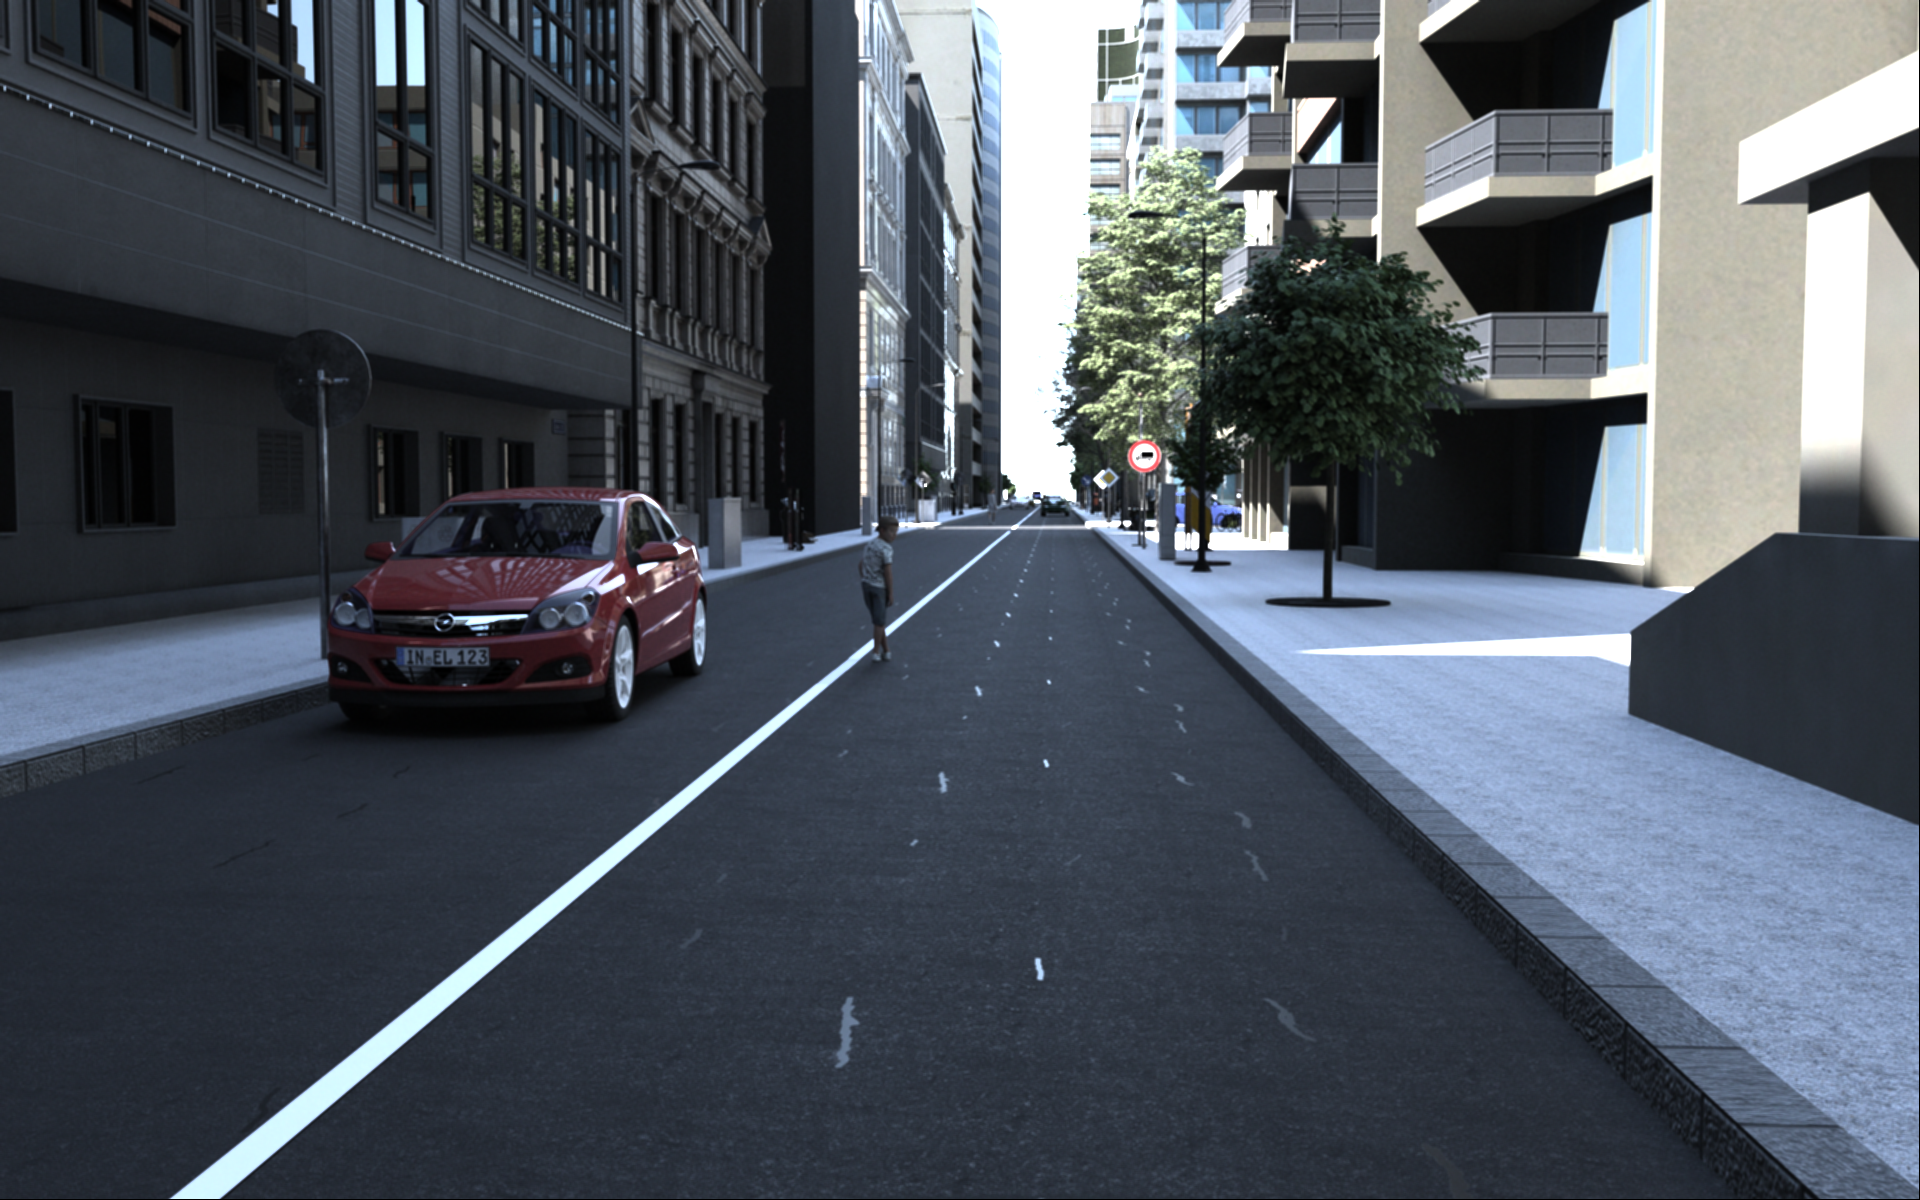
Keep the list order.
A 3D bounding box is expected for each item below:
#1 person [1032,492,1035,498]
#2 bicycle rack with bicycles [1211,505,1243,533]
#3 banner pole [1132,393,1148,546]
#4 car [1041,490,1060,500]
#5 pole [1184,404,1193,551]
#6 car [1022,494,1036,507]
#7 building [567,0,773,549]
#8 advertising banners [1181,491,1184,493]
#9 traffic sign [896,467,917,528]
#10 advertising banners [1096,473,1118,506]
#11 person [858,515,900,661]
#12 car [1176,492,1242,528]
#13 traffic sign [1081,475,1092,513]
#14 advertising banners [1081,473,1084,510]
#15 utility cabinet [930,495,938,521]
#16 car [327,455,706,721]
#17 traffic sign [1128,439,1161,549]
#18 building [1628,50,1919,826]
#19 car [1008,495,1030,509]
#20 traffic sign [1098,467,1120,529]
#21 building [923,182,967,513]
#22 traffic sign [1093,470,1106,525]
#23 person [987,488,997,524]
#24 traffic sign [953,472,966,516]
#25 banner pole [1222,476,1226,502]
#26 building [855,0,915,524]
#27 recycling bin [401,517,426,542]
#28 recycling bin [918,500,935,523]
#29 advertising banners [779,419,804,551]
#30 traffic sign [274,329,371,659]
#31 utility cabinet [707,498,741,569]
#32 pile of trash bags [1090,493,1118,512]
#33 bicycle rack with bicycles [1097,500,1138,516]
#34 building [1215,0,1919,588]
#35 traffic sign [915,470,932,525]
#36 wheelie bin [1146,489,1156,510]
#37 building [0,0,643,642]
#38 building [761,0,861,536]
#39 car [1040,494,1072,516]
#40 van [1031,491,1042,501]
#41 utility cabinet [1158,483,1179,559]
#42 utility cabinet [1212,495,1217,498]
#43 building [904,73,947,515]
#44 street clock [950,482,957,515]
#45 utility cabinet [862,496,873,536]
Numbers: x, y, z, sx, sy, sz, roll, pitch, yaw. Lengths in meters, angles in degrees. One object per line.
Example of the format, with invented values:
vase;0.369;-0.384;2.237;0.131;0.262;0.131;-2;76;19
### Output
person;9.836;-13.719;233.614;0.445;1.727;0.742;2;4;24
bicycle rack with bicycles;8.945;-2.725;57.930;2.852;0.926;2.925;-1;4;-9
banner pole;4.451;-3.218;42.625;0.401;3.779;0.863;0;4;2
car;9.570;-10.471;179.873;2.281;1.827;5.304;0;4;5
pole;5.194;-2.779;39.281;0.158;3.312;0.155;0;3;0
car;7.333;-11.004;190.137;2.015;1.641;3.980;0;4;3
building;-10.792;-10.815;41.454;10.561;19.102;19.286;0;4;3
advertising banners;13.587;-6.659;105.066;0.090;3.025;2.074;0;4;-1
traffic sign;-1.998;-3.742;64.831;0.795;2.450;0.064;0;4;3
advertising banners;12.004;-8.852;140.916;2.074;3.025;0.090;-1;4;-19
person;-0.696;-0.106;14.912;0.352;1.250;0.332;0;4;-5
car;9.608;-3.630;68.941;3.694;1.707;1.945;0;4;3
traffic sign;8.476;-7.088;116.002;0.768;2.556;0.104;1;4;13
advertising banners;9.936;-8.817;140.338;0.090;3.025;2.074;1;4;10
utility cabinet;-1.242;-4.363;82.500;0.306;1.237;1.020;0;4;-5
car;-2.973;-0.199;12.288;2.155;1.783;4.494;0;4;1
traffic sign;4.317;-2.473;40.544;0.768;2.556;0.104;1;4;11
building;19.600;-18.911;1.074;32.217;40.220;23.993;0;4;3
car;5.703;-9.449;166.845;2.083;1.381;4.827;0;4;1
traffic sign;5.534;-3.716;64.398;0.795;2.450;0.064;0;4;3
building;-6.353;-20.415;131.044;12.463;27.353;25.104;0;4;3
traffic sign;5.972;-4.204;72.371;0.795;2.450;0.064;0;4;3
person;1.521;-4.447;81.966;0.466;1.731;0.760;0;4;6
traffic sign;-0.053;-6.238;102.099;0.768;2.556;0.104;1;4;10
banner pole;15.337;-6.768;100.672;0.401;3.779;0.863;2;4;28
building;-9.618;-18.202;83.502;13.634;28.700;20.117;0;4;3
recycling bin;-5.525;-0.375;18.691;0.722;1.027;0.722;1;4;13
recycling bin;-1.479;-3.919;76.635;0.722;1.027;0.722;0;4;2
advertising banners;-3.887;-2.668;39.813;0.090;3.025;2.074;-1;4;-19
traffic sign;-4.934;-0.814;13.410;0.768;2.556;0.104;0;4;3
utility cabinet;-4.093;-1.159;30.105;0.306;1.237;1.020;1;4;10
pile of trash bags;10.221;-7.031;124.703;1.912;1.369;3.447;1;4;23
bicycle rack with bicycles;9.266;-5.433;102.216;2.852;0.926;2.925;0;4;-7
building;17.045;-23.295;35.493;22.147;44.769;28.867;0;4;3
traffic sign;-1.560;-4.230;72.804;0.795;2.450;0.064;0;4;3
wheelie bin;12.297;-6.289;110.732;0.980;1.594;0.693;-1;4;-18
building;-13.360;-13.834;19.687;14.314;27.812;24.014;0;4;3
building;-11.934;-13.975;58.174;15.834;23.373;12.332;0;4;3
car;6.241;-6.207;113.274;2.131;1.459;4.920;0;4;5
van;13.310;-18.175;301.548;2.240;2.365;5.245;0;4;2
utility cabinet;4.101;-1.563;34.227;0.318;1.500;1.173;0;4;4
utility cabinet;14.900;-5.684;104.094;1.020;1.237;0.306;0;4;-4
building;-8.625;-19.084;105.534;14.314;27.812;24.014;0;4;3
street clock;-0.373;-6.114;104.527;0.358;2.002;0.471;2;4;31
utility cabinet;-2.890;-2.624;54.071;0.306;1.237;1.020;0;3;0
